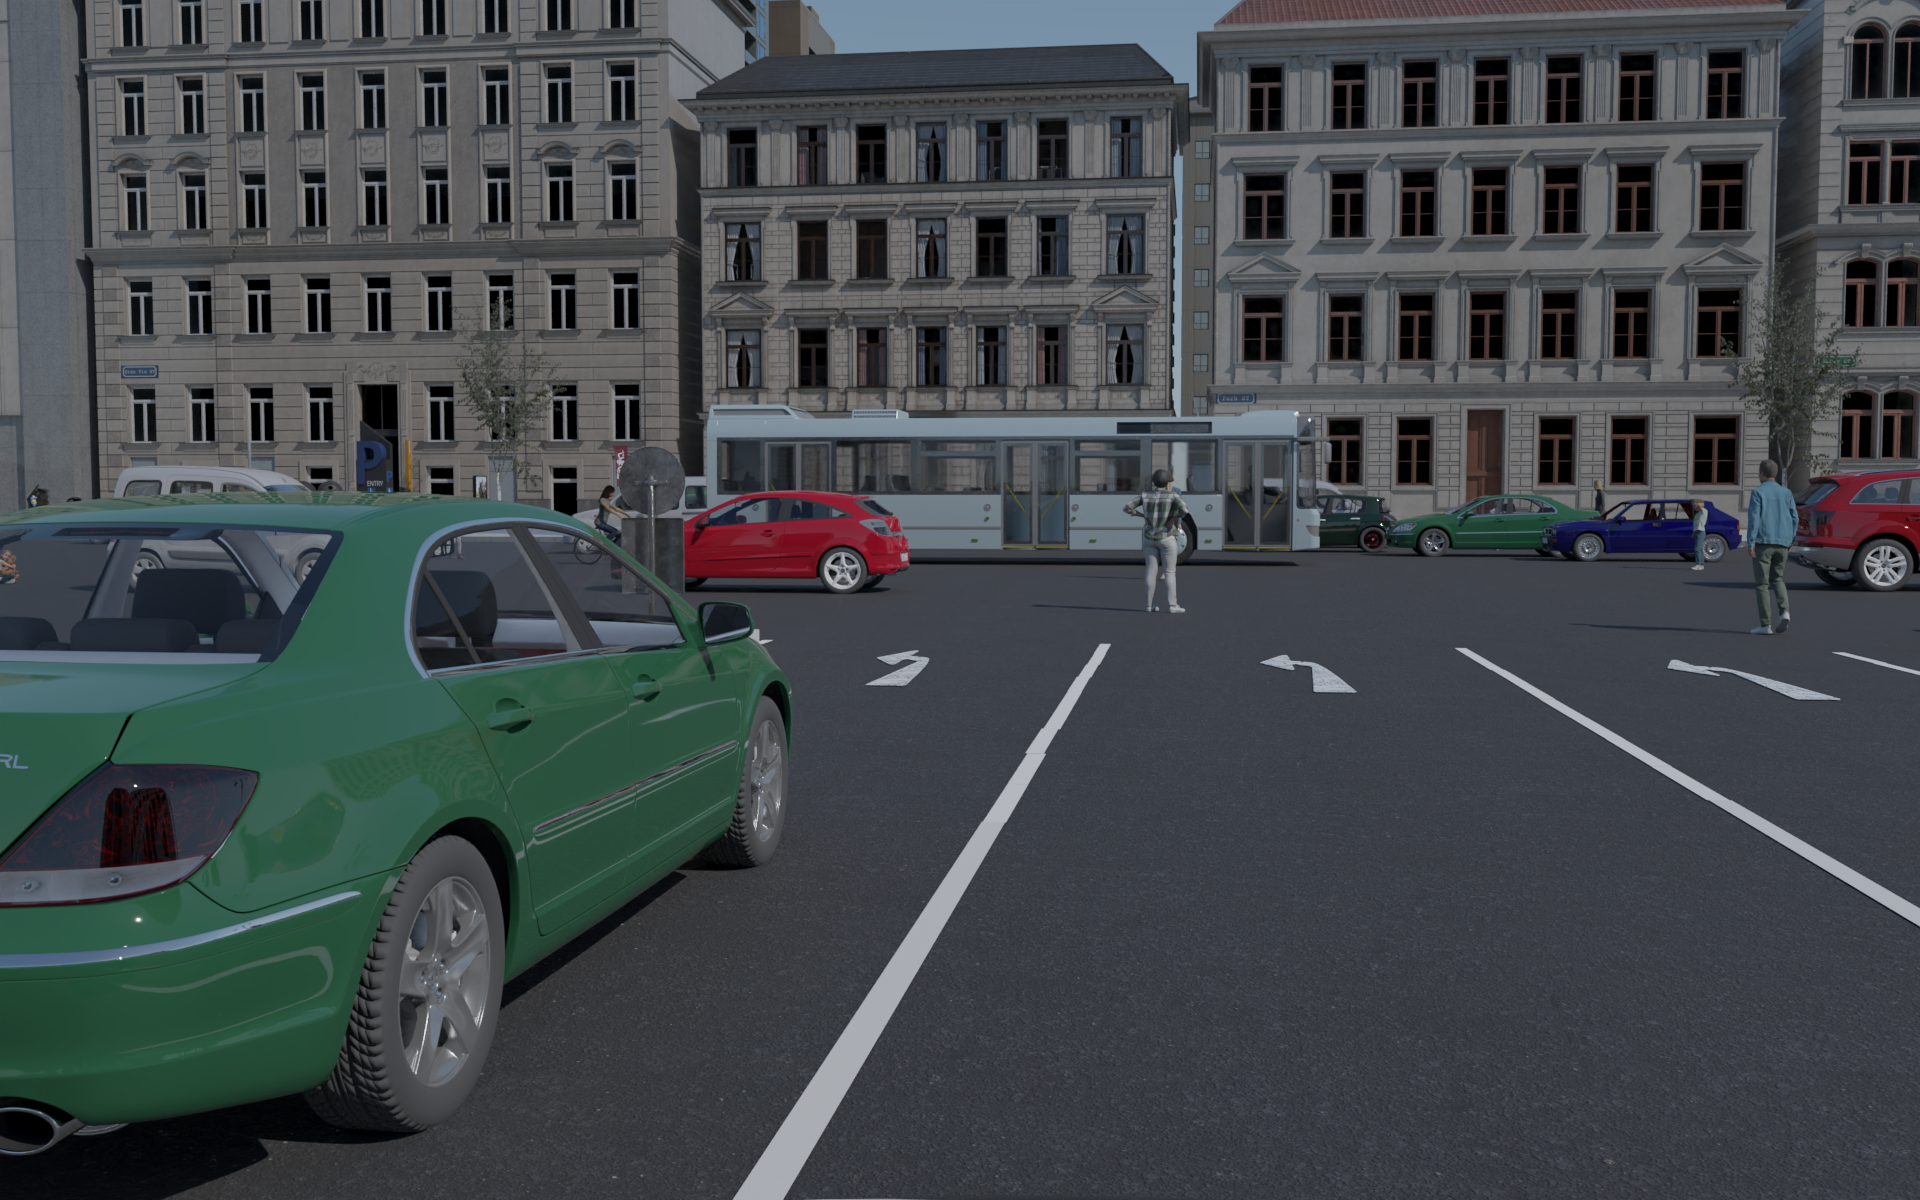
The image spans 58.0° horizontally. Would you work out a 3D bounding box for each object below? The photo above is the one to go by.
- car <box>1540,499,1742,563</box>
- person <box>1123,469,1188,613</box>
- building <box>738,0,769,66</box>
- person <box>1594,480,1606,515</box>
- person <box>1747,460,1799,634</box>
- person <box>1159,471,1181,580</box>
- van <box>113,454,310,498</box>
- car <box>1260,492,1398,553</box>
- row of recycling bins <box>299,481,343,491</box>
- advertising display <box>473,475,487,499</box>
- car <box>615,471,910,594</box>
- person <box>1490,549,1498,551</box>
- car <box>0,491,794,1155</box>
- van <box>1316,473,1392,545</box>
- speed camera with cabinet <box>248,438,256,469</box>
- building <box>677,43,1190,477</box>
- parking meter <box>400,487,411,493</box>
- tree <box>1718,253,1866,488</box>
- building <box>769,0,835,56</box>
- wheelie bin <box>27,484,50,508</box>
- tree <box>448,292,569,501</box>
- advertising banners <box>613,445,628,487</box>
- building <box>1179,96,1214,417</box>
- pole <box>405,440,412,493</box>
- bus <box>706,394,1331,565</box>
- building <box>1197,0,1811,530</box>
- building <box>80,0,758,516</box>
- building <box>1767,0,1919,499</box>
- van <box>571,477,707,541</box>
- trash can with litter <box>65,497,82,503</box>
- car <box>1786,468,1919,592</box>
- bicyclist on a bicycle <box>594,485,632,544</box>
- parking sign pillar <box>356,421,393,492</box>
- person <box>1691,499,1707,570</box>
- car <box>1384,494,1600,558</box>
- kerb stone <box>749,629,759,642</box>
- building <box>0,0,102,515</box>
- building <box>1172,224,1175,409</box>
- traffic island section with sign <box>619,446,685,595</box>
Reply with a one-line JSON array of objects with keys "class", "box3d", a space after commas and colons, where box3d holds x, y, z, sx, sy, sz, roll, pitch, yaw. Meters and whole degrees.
[{"class": "car", "box3d": [14.570, -1.506, 37.201, 3.894, 1.354, 1.945, 1, 4, 8]}, {"class": "person", "box3d": [2.422, -0.722, 21.022, 0.841, 1.734, 0.376, 2, 4, 33]}, {"class": "building", "box3d": [-26.471, -50.036, 130.763, 22.319, 86.520, 31.000, 0, 4, 8]}, {"class": "person", "box3d": [17.211, -2.299, 46.312, 0.699, 1.804, 1.509, 3, 5, 42]}, {"class": "person", "box3d": [8.272, -0.539, 17.659, 0.601, 1.785, 0.444, 0, 4, -4]}, {"class": "person", "box3d": [3.489, -1.249, 28.942, 0.581, 1.822, 0.654, 3, 5, 45]}, {"class": "van", "box3d": [-10.317, -1.132, 25.528, 4.112, 2.044, 2.013, 1, 4, 8]}, {"class": "car", "box3d": [8.825, -2.041, 43.153, 4.222, 1.686, 2.009, 1, 4, 9]}, {"class": "row of recycling bins", "box3d": [-21.145, -2.895, 54.450, 3.534, 1.692, 1.069, 0, 4, 0]}, {"class": "advertising display", "box3d": [-16.685, -3.365, 60.225, 0.123, 1.923, 0.974, 0, 4, 7]}, {"class": "car", "box3d": [-2.998, -1.025, 25.793, 4.494, 1.783, 2.155, 0, 4, 8]}, {"class": "person", "box3d": [13.605, -1.888, 44.046, 0.352, 1.250, 0.332, -3, 5, -41]}, {"class": "car", "box3d": [-1.843, 0.390, 5.426, 2.131, 1.459, 4.920, 1, 4, 9]}, {"class": "van", "box3d": [9.687, -2.415, 46.505, 4.112, 2.044, 2.013, 1, 4, 9]}, {"class": "speed camera with cabinet", "box3d": [-25.947, -4.105, 61.453, 2.038, 3.252, 0.660, 0, 4, 1]}, {"class": "building", "box3d": [-0.476, -12.571, 70.155, 19.286, 19.102, 10.561, 0, 4, 8]}, {"class": "parking meter", "box3d": [-19.037, -3.123, 59.480, 0.372, 1.533, 0.369, 0, 3, 0]}, {"class": "tree", "box3d": [25.121, -6.246, 52.489, 4.360, 8.622, 3.978, 0, 3, 0]}, {"class": "building", "box3d": [-19.626, -30.988, 156.758, 14.200, 45.320, 14.600, 0, 4, 8]}, {"class": "wheelie bin", "box3d": [-29.954, -2.960, 56.305, 0.693, 1.594, 0.980, -2, 4, -28]}, {"class": "tree", "box3d": [-16.803, -6.918, 63.473, 4.360, 8.622, 3.978, 0, 3, 0]}, {"class": "advertising banners", "box3d": [-11.526, -4.071, 62.743, 2.074, 3.025, 0.090, -1, 4, -23]}, {"class": "building", "box3d": [43.133, -39.417, 233.700, 27.495, 52.752, 28.713, 0, 4, 8]}, {"class": "pole", "box3d": [-20.720, -4.356, 65.064, 0.158, 3.312, 0.155, 0, 3, 0]}, {"class": "bus", "box3d": [1.529, -2.510, 35.901, 13.247, 3.499, 2.948, 0, 4, 7]}, {"class": "building", "box3d": [19.880, -14.164, 67.737, 21.152, 22.565, 11.583, 0, 4, 8]}, {"class": "building", "box3d": [-22.349, -16.911, 73.759, 25.104, 27.353, 12.463, 0, 4, 8]}, {"class": "building", "box3d": [42.202, -17.029, 65.813, 23.554, 28.519, 14.401, 0, 4, 8]}, {"class": "van", "box3d": [-7.481, -2.121, 41.684, 4.112, 2.044, 2.013, 0, 4, 8]}, {"class": "trash can with litter", "box3d": [-33.784, -3.328, 65.799, 0.624, 1.170, 1.055, -3, 5, -43]}, {"class": "car", "box3d": [15.125, -1.058, 25.968, 5.304, 1.827, 2.281, 1, 4, 9]}, {"class": "bicyclist on a bicycle", "box3d": [-7.040, -1.530, 35.045, 1.625, 1.676, 1.499, 0, 4, 6]}, {"class": "parking sign pillar", "box3d": [-21.382, -4.574, 63.256, 1.447, 3.967, 1.447, 1, 4, 18]}, {"class": "person", "box3d": [14.018, -1.254, 32.909, 0.340, 1.345, 0.435, 0, 4, 1]}, {"class": "car", "box3d": [12.336, -1.728, 40.051, 4.920, 1.459, 2.131, 0, 4, 8]}, {"class": "kerb stone", "box3d": [-2.030, 0.384, 15.922, 0.120, 0.150, 1.000, 0, 4, 8]}, {"class": "building", "box3d": [-44.829, -15.820, 76.678, 19.932, 24.808, 12.078, 0, 4, 8]}, {"class": "building", "box3d": [18.056, -37.344, 234.268, 21.600, 48.544, 21.300, 0, 4, 8]}, {"class": "traffic island section with sign", "box3d": [-3.053, -0.487, 16.091, 2.006, 1.907, 1.989, 0, 4, 8]}]
